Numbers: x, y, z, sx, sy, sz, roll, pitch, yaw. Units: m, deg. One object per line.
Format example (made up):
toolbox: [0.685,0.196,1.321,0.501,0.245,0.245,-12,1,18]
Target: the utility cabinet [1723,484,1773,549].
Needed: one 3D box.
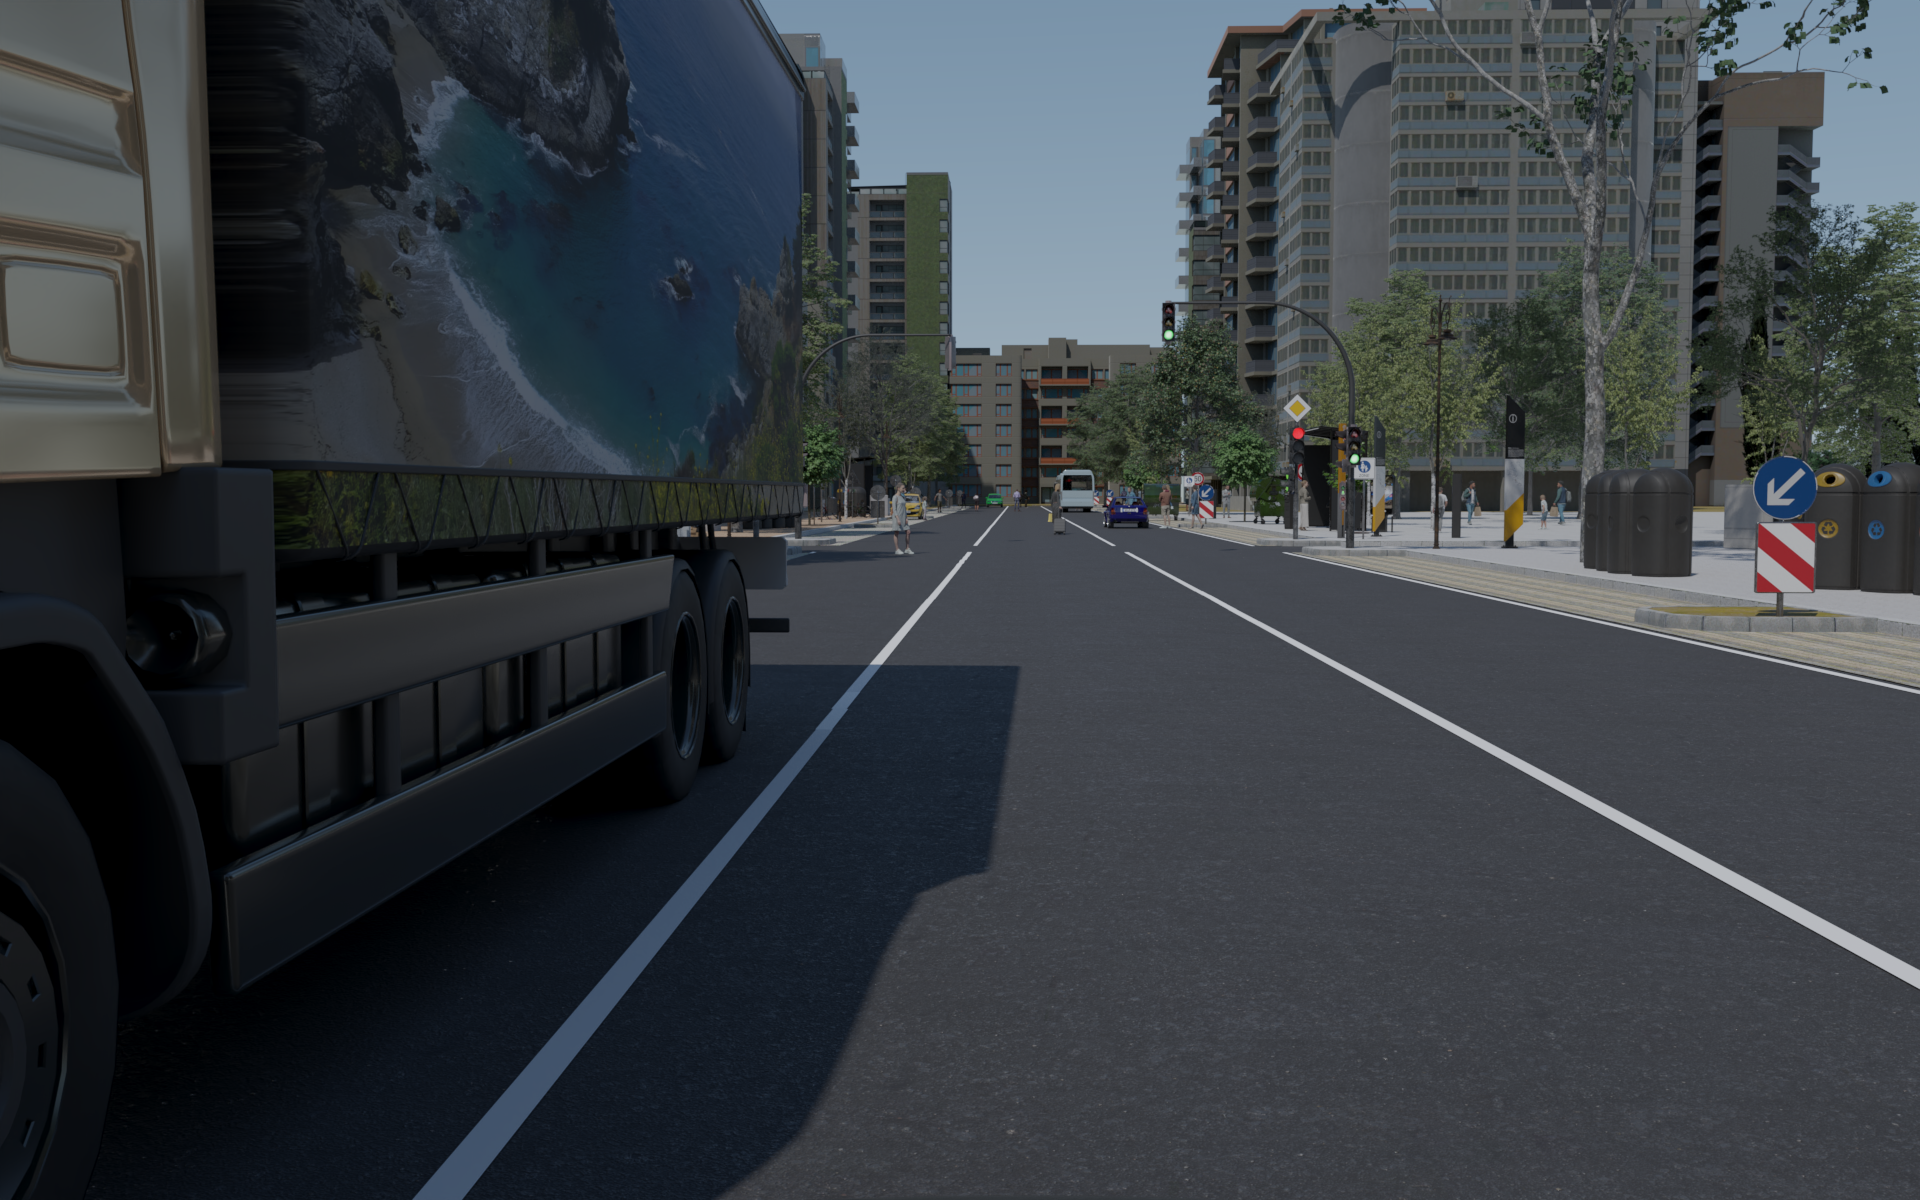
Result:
utility cabinet: [18.315,-1.929,40.213,0.318,1.500,1.173,-1,4,-21]

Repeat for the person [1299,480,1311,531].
person: [12.026,-3.286,60.317,0.362,1.759,0.519,-1,4,-13]

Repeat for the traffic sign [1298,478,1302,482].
traffic sign: [14.636,-4.497,73.634,0.768,2.556,0.104,1,4,10]

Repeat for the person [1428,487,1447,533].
person: [15.727,-2.955,56.952,0.503,1.515,0.523,-2,4,-30]

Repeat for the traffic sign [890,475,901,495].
traffic sign: [-4.279,-7.039,115.185,0.768,2.556,0.104,0,4,5]

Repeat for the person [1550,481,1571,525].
person: [24.618,-3.976,71.037,0.794,1.824,0.713,-1,4,-19]

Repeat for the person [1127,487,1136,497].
person: [8.360,-4.634,84.605,0.444,1.785,0.601,-2,4,-34]

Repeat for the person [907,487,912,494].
person: [-3.904,-8.136,139.059,1.348,1.826,0.705,1,4,9]

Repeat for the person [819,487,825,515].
person: [-8.397,-6.050,105.507,0.362,1.759,0.519,0,4,-1]

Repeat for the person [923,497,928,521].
person: [-1.865,-4.911,93.075,0.394,1.301,0.425,-2,4,-34]

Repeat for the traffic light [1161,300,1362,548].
traffic light: [7.102,-4.044,40.790,4.771,5.953,1.251,0,4,2]

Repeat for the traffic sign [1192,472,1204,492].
traffic sign: [13.744,-6.122,100.204,0.768,2.556,0.104,1,4,8]

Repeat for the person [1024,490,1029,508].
person: [6.829,-10.373,177.726,0.705,1.869,1.348,-1,4,-14]

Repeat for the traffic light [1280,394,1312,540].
traffic light: [9.464,-3.665,48.842,0.839,4.253,0.868,0,4,2]

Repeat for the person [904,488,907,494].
person: [-4.243,-7.511,129.653,0.445,1.727,0.742,-3,5,-44]

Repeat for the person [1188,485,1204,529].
person: [9.656,-3.813,70.874,0.654,1.822,0.581,2,4,33]

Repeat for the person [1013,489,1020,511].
person: [4.743,-8.208,142.566,0.709,1.838,0.599,1,4,22]

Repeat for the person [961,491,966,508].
person: [0.328,-9.911,171.471,0.541,1.710,0.530,2,4,30]

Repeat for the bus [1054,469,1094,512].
bus: [9.164,-8.831,139.240,2.948,3.499,13.247,0,4,1]

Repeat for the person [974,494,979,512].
person: [1.367,-7.989,142.308,0.628,1.438,0.799,-3,5,-41]

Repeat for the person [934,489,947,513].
person: [-1.541,-7.616,133.023,0.705,1.824,1.348,3,5,44]

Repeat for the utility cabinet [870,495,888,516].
utility cabinet: [-4.755,-5.540,101.741,1.020,1.237,0.306,-1,4,-12]

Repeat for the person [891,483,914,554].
person: [-1.428,-1.944,41.284,0.522,1.701,0.512,2,4,33]

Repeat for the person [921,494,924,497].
person: [-4.521,-11.192,189.130,1.348,1.812,0.705,2,4,33]

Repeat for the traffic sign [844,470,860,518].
traffic sign: [-5.736,-5.639,92.203,0.884,2.594,0.081,1,4,10]

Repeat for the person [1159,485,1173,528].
person: [8.664,-3.930,72.726,0.573,1.828,0.580,1,4,18]

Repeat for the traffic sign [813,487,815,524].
traffic sign: [-6.193,-4.368,73.543,0.606,2.300,0.079,0,4,7]

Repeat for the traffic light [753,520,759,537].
traffic light: [-4.858,-3.205,41.317,0.839,4.253,0.868,0,4,2]

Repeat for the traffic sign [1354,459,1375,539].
traffic sign: [11.451,-2.874,49.126,0.606,2.300,0.079,0,4,6]

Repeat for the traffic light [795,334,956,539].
traffic light: [-2.496,-4.562,49.262,4.771,5.953,1.251,0,4,2]

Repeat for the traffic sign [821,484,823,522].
traffic sign: [-6.296,-4.808,78.722,0.768,2.556,0.104,1,4,9]

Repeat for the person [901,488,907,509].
person: [-2.485,-3.843,71.357,0.620,1.820,0.660,1,4,16]

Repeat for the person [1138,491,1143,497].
person: [18.564,-10.555,178.602,1.348,1.826,0.705,0,4,-4]

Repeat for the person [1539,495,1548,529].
person: [21.141,-3.183,62.775,0.332,1.250,0.352,-1,4,-19]

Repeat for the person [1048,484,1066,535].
person: [3.438,-3.229,61.506,0.699,1.804,1.509,0,4,7]

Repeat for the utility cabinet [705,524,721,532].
utility cabinet: [-8.549,-2.970,59.720,0.306,1.237,1.020,1,4,12]

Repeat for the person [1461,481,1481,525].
person: [21.207,-4.019,71.742,0.794,1.824,0.713,-1,4,-10]

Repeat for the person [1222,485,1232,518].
person: [14.233,-5.267,92.333,0.511,1.800,0.466,-1,4,-17]

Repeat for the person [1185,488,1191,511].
person: [17.357,-7.631,131.591,0.721,1.735,1.217,-1,4,-10]

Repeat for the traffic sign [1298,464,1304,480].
traffic sign: [13.612,-4.166,68.222,0.768,2.556,0.104,1,4,10]

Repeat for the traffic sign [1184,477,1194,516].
traffic sign: [13.172,-5.957,99.518,0.606,2.300,0.079,1,4,11]

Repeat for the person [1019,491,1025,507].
person: [6.410,-10.861,186.213,1.348,1.807,0.705,-2,4,-25]
